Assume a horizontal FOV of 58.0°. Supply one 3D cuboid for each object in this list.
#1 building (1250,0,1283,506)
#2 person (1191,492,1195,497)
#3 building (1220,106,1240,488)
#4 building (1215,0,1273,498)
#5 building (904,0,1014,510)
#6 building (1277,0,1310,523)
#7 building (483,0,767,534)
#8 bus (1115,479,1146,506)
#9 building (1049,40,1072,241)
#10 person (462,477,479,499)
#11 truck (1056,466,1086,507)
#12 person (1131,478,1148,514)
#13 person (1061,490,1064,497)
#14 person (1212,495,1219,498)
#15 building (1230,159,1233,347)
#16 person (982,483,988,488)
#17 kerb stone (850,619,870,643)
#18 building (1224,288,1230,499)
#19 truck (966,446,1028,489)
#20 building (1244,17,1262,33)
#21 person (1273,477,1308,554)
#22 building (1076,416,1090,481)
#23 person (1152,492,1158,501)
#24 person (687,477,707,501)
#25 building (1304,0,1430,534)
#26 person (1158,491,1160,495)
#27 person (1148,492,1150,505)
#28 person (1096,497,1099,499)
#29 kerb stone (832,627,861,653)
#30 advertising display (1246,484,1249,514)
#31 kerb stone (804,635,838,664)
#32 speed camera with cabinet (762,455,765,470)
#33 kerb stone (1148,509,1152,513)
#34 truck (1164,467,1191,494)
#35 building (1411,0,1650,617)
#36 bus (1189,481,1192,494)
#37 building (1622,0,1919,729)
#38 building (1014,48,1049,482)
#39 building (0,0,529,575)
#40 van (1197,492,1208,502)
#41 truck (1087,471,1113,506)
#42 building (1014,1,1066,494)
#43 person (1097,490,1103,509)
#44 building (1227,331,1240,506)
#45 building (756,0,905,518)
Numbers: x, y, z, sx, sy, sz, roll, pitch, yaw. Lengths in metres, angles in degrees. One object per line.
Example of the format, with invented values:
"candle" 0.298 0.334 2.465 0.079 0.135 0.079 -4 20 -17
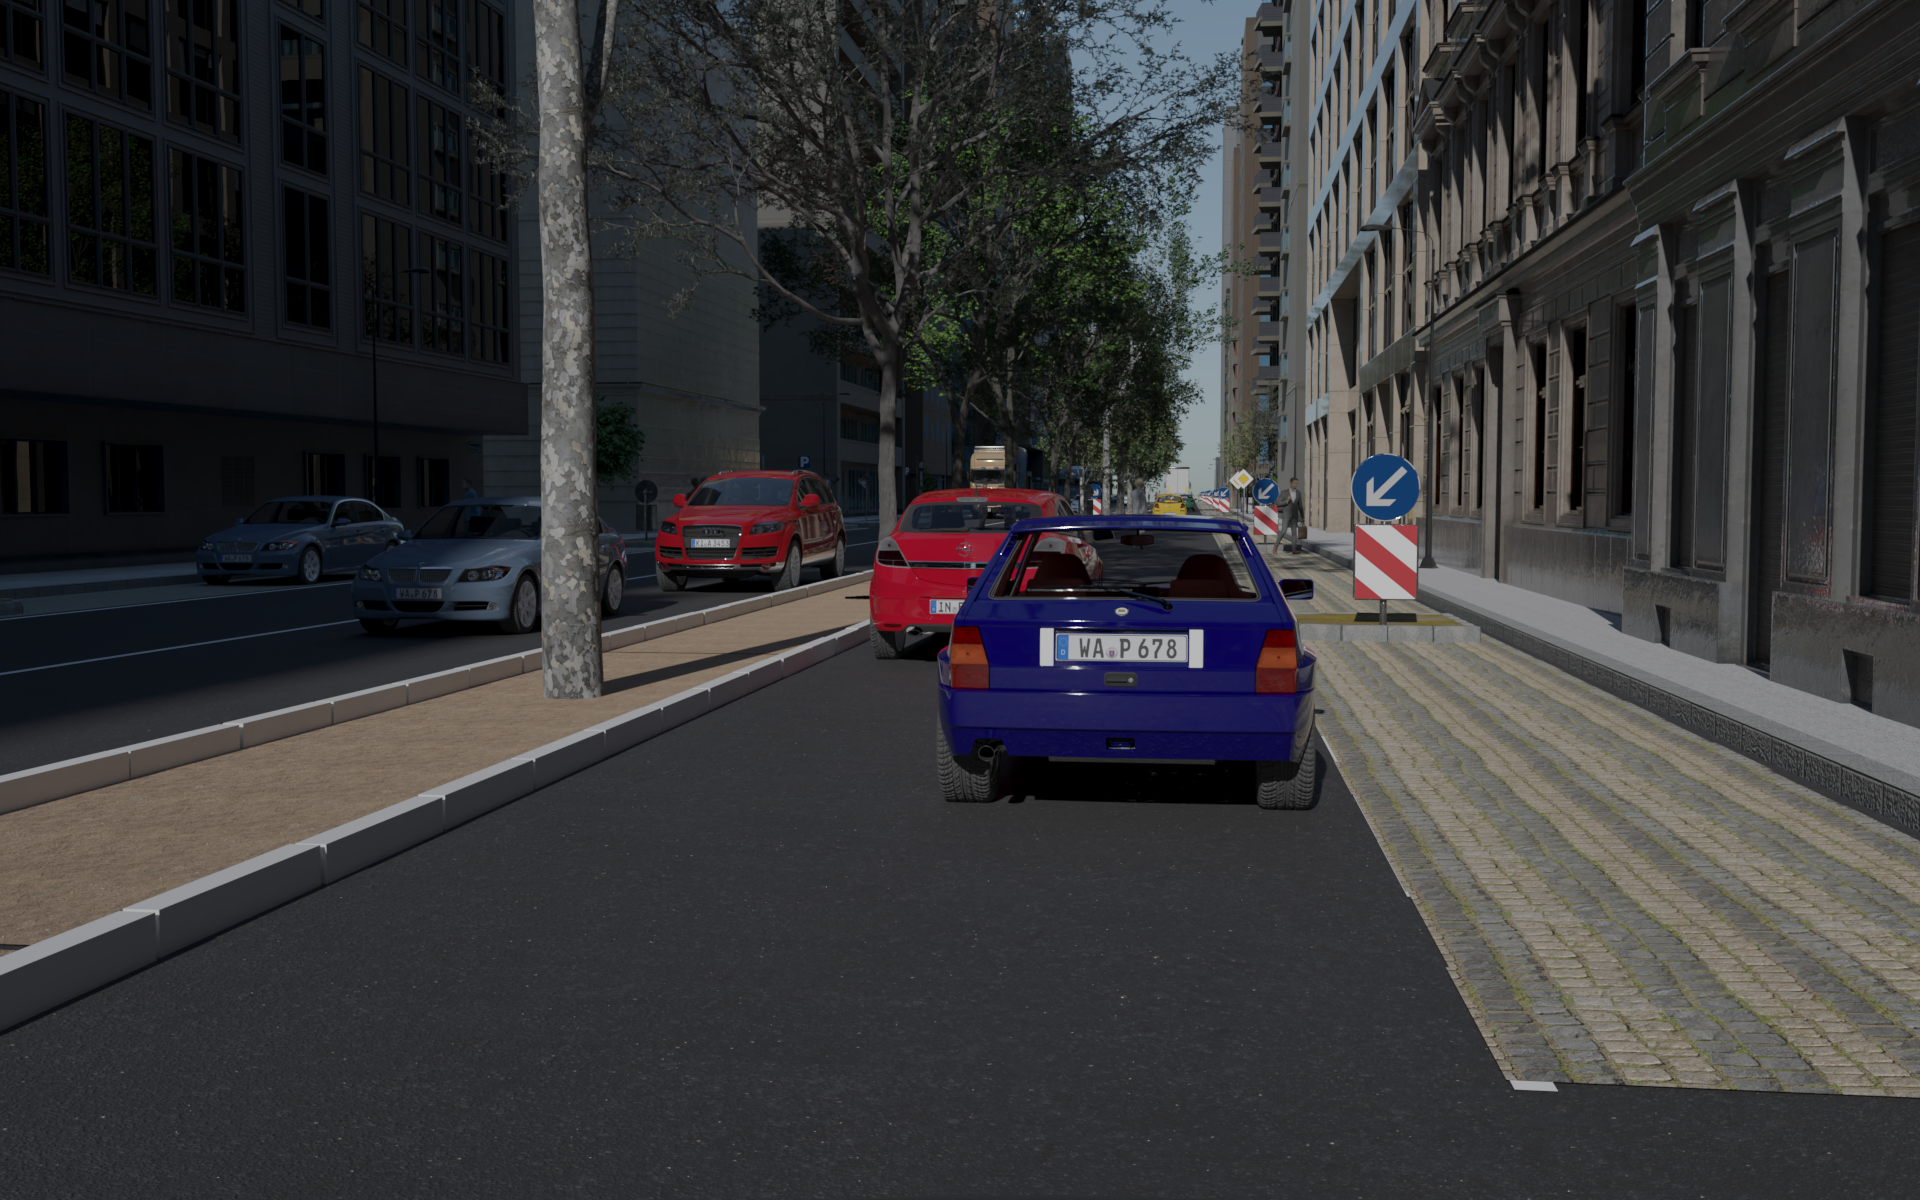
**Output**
"building" 32.140 -28.638 122.852 22.147 44.769 28.867 0 4 8
"person" 38.468 -17.068 287.564 1.348 1.823 0.705 -2 4 -34
"building" 50.126 -44.028 261.850 21.231 58.520 28.212 0 4 8
"building" 54.687 -59.829 290.880 22.319 86.520 31.000 0 4 8
"building" -3.033 -30.360 146.494 14.600 45.320 14.200 0 4 8
"building" 26.768 -28.232 85.288 21.600 48.544 21.300 0 4 8
"building" -30.505 -17.674 65.377 44.131 29.872 17.030 0 4 8
"bus" 20.479 -12.958 206.730 2.948 3.499 13.247 1 4 10
"building" 9.550 -51.388 278.441 20.563 71.187 20.611 0 4 8
"person" -9.950 -1.625 35.405 0.444 1.785 0.601 -1 4 -18
"truck" 11.369 -11.183 172.599 2.967 4.110 18.799 0 4 6
"person" 4.583 -2.208 44.485 0.514 1.842 0.818 2 4 34
"person" 9.576 -9.326 160.965 0.705 1.826 1.348 0 4 2
"person" 26.547 -10.489 180.540 0.990 1.755 0.434 -1 4 -16
"building" 41.017 -34.703 217.497 14.600 45.320 14.200 0 4 8
"person" 0.769 -2.858 55.567 0.374 1.781 0.599 3 5 40
"kerb stone" -0.966 0.315 17.049 0.120 0.150 1.000 0 4 8
"building" 43.987 -28.756 241.869 14.160 30.474 14.107 0 4 8
"truck" 2.305 -6.974 102.930 2.839 4.237 11.283 0 4 7
"building" 33.023 -31.202 160.263 14.600 45.320 14.200 0 4 8
"person" 7.807 -1.988 40.960 0.622 1.834 0.822 -2 4 -25
"building" 15.098 -39.517 296.220 14.600 45.320 14.200 0 4 8
"person" 25.692 -13.354 227.558 1.217 1.743 0.721 -3 5 -39
"person" -5.978 -1.929 40.009 0.573 1.828 0.580 1 4 21
"building" 20.965 -15.016 50.024 19.350 26.468 34.151 0 4 8
"person" 24.533 -12.479 212.401 0.599 1.838 0.709 1 4 10
"person" 24.477 -13.153 224.464 0.530 1.710 0.541 2 4 23
"person" 14.466 -10.597 182.681 0.541 1.710 0.530 -1 4 -9
"kerb stone" -1.095 0.383 16.032 0.120 0.150 1.000 0 4 8
"advertising display" 18.789 -6.612 113.327 0.123 1.923 0.974 0 4 5
"kerb stone" -1.236 0.439 15.018 0.120 0.150 1.000 0 4 8
"speed camera with cabinet" -9.234 -5.714 87.751 2.038 3.252 0.660 0 4 7
"kerb stone" 15.776 -7.362 142.571 0.120 0.150 1.000 0 4 8
"truck" 23.081 -11.923 183.855 2.839 4.237 11.283 0 4 7
"building" 12.574 -9.776 24.460 10.561 19.102 19.286 0 4 8
"bus" 34.547 -17.010 269.660 2.896 3.916 12.252 1 4 9
"building" 9.571 -9.587 5.894 9.793 20.994 18.267 0 4 8
"building" -3.518 -38.000 210.533 28.713 52.752 27.495 0 4 8
"building" -19.561 -14.702 33.889 14.314 27.812 24.014 0 4 8
"van" 40.942 -17.434 292.048 2.013 2.044 4.112 0 4 7
"truck" 16.866 -13.507 209.749 2.839 4.237 11.283 1 4 9
"building" 5.098 -57.442 251.854 22.319 86.520 31.000 0 4 8
"person" 14.069 -9.885 170.208 1.350 1.814 0.705 1 4 19
"building" 44.519 -21.449 195.731 27.650 21.520 28.899 0 4 8
"building" -15.405 -29.036 98.441 21.300 48.544 21.600 0 4 8
